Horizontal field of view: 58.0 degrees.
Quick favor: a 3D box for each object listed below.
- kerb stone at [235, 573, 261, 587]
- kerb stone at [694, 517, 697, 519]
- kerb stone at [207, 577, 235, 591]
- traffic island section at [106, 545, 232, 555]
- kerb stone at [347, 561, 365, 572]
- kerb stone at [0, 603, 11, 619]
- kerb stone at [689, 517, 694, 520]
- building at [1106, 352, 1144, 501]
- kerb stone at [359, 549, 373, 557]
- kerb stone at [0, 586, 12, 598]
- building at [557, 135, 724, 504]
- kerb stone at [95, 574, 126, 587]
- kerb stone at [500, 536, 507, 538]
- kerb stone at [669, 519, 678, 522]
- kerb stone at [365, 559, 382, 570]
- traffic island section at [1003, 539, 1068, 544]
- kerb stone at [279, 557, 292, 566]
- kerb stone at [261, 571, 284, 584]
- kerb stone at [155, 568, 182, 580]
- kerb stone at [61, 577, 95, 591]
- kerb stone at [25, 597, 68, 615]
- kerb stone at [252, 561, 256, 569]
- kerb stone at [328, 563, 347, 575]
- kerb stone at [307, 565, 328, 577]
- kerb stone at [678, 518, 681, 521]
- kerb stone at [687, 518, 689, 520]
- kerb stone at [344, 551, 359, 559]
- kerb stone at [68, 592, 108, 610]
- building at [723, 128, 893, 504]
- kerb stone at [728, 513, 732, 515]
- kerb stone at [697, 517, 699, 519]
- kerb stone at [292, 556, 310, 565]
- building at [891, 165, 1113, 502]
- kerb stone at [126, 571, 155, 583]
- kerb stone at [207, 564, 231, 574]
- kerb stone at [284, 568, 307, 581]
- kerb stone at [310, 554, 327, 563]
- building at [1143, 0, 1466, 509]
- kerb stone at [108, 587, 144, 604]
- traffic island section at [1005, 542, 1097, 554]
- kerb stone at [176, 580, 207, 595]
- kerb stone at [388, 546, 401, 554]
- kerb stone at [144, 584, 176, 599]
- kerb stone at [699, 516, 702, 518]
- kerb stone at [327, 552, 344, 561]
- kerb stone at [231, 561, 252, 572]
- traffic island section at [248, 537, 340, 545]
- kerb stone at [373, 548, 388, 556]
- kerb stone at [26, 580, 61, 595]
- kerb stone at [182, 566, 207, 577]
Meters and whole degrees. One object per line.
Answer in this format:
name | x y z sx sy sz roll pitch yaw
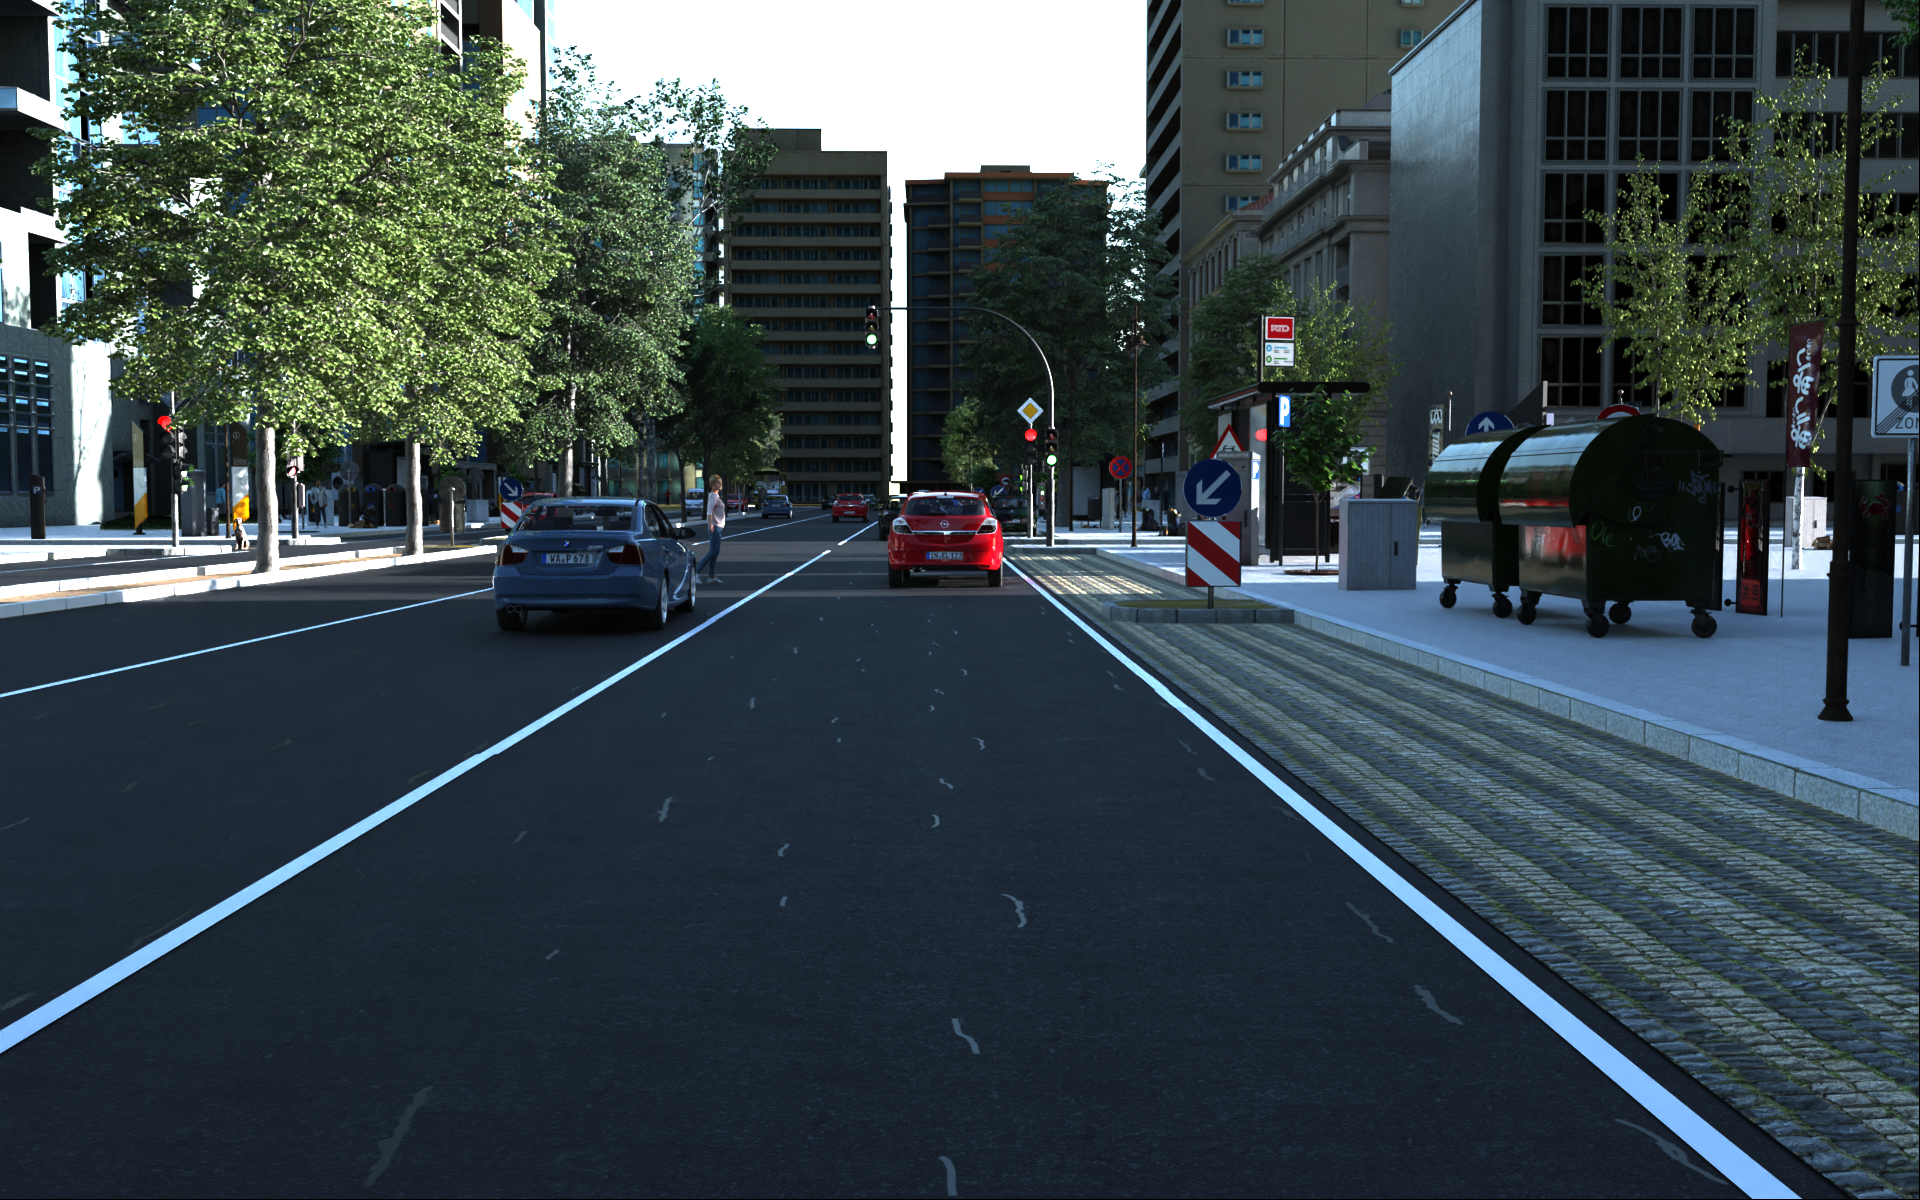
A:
kerb stone | -11.218 -0.297 27.050 0.120 0.150 1.000 0 4 -1
kerb stone | -14.724 -4.461 95.135 0.120 0.150 1.000 0 4 -1
kerb stone | -11.195 -0.234 26.028 0.120 0.150 1.000 0 4 -1
traffic island section | -19.017 -1.204 41.962 2.009 0.180 2.903 0 4 -1
kerb stone | -11.329 -0.609 32.174 0.120 0.150 1.000 0 4 -1
kerb stone | -11.073 0.142 19.868 0.120 0.150 1.000 0 4 -1
kerb stone | -14.708 -4.395 94.110 0.120 0.150 1.000 0 4 -1
building | 34.822 -23.962 236.812 28.899 21.520 27.650 0 4 -1
kerb stone | -13.579 -1.045 39.277 0.120 0.150 1.000 0 4 -1
kerb stone | -13.256 -0.099 23.917 0.120 0.150 1.000 0 4 -1
building | -46.077 -37.569 233.865 30.456 49.044 23.786 0 4 -1
kerb stone | -13.320 -0.289 26.982 0.120 0.150 1.000 0 4 -1
kerb stone | -13.844 -1.830 52.117 0.120 0.150 1.000 0 4 -1
kerb stone | -14.580 -4.023 87.972 0.120 0.150 1.000 0 4 -1
kerb stone | -11.344 -0.672 33.198 0.120 0.150 1.000 0 4 -1
traffic island section | 2.055 -1.718 50.378 2.009 0.180 2.903 0 4 -1
kerb stone | -13.469 -0.732 34.156 0.120 0.150 1.000 0 4 -1
kerb stone | -11.244 -0.360 28.075 0.120 0.150 1.000 0 4 -1
kerb stone | -13.365 -0.418 29.030 0.120 0.150 1.000 0 4 -1
kerb stone | -13.299 -0.230 25.960 0.120 0.150 1.000 0 4 -1
kerb stone | -11.099 0.079 20.897 0.120 0.150 1.000 0 4 -1
kerb stone | -13.442 -0.667 33.126 0.120 0.150 1.000 0 4 -1
kerb stone | -11.306 -0.548 31.152 0.120 0.150 1.000 0 4 -1
kerb stone | -11.275 -0.485 30.125 0.120 0.150 1.000 0 4 -1
kerb stone | -14.601 -4.086 88.994 0.120 0.150 1.000 0 4 -1
kerb stone | -14.664 -4.273 92.062 0.120 0.150 1.000 0 4 -1
kerb stone | -13.555 -0.982 38.256 0.120 0.150 1.000 0 4 -1
kerb stone | -11.122 0.026 21.924 0.120 0.150 1.000 0 4 -1
building | -19.956 -37.243 232.619 21.600 48.544 21.300 0 4 -1
kerb stone | -15.086 -5.527 112.564 0.120 0.150 1.000 0 4 -1
kerb stone | -14.757 -4.524 96.167 0.120 0.150 1.000 0 4 -1
kerb stone | -13.489 -0.794 35.178 0.120 0.150 1.000 0 4 -1
building | 5.272 -35.390 233.257 28.867 44.769 22.147 0 4 -1
kerb stone | -13.343 -0.348 28.009 0.120 0.150 1.000 0 4 -1
kerb stone | -13.400 -0.543 31.082 0.120 0.150 1.000 0 4 -1
kerb stone | -11.263 -0.422 29.101 0.120 0.150 1.000 0 4 -1
kerb stone | -13.513 -0.857 36.212 0.120 0.150 1.000 0 4 -1
building | 26.679 -31.435 137.669 21.300 48.544 21.600 0 4 -1
kerb stone | -11.136 -0.047 22.962 0.120 0.150 1.000 0 4 -1
traffic island section | 2.220 -1.230 42.395 2.009 0.180 2.903 0 4 -1
kerb stone | -11.173 -0.168 25.006 0.120 0.150 1.000 0 4 -1
kerb stone | -13.615 -1.167 41.324 0.120 0.150 1.000 0 4 -1
kerb stone | -11.166 -0.109 23.984 0.120 0.150 1.000 0 4 -1
kerb stone | -14.769 -4.585 97.199 0.120 0.150 1.000 0 4 -1
kerb stone | -13.532 -0.913 37.234 0.120 0.150 1.000 0 4 -1
kerb stone | -13.426 -0.602 32.104 0.120 0.150 1.000 0 4 -1
traffic island section | -19.182 -1.692 49.946 2.009 0.180 2.903 0 4 -1
kerb stone | -13.586 -1.104 40.303 0.120 0.150 1.000 0 4 -1
kerb stone | -13.288 -0.168 24.938 0.120 0.150 1.000 0 4 -1
kerb stone | -13.387 -0.479 30.060 0.120 0.150 1.000 0 4 -1
